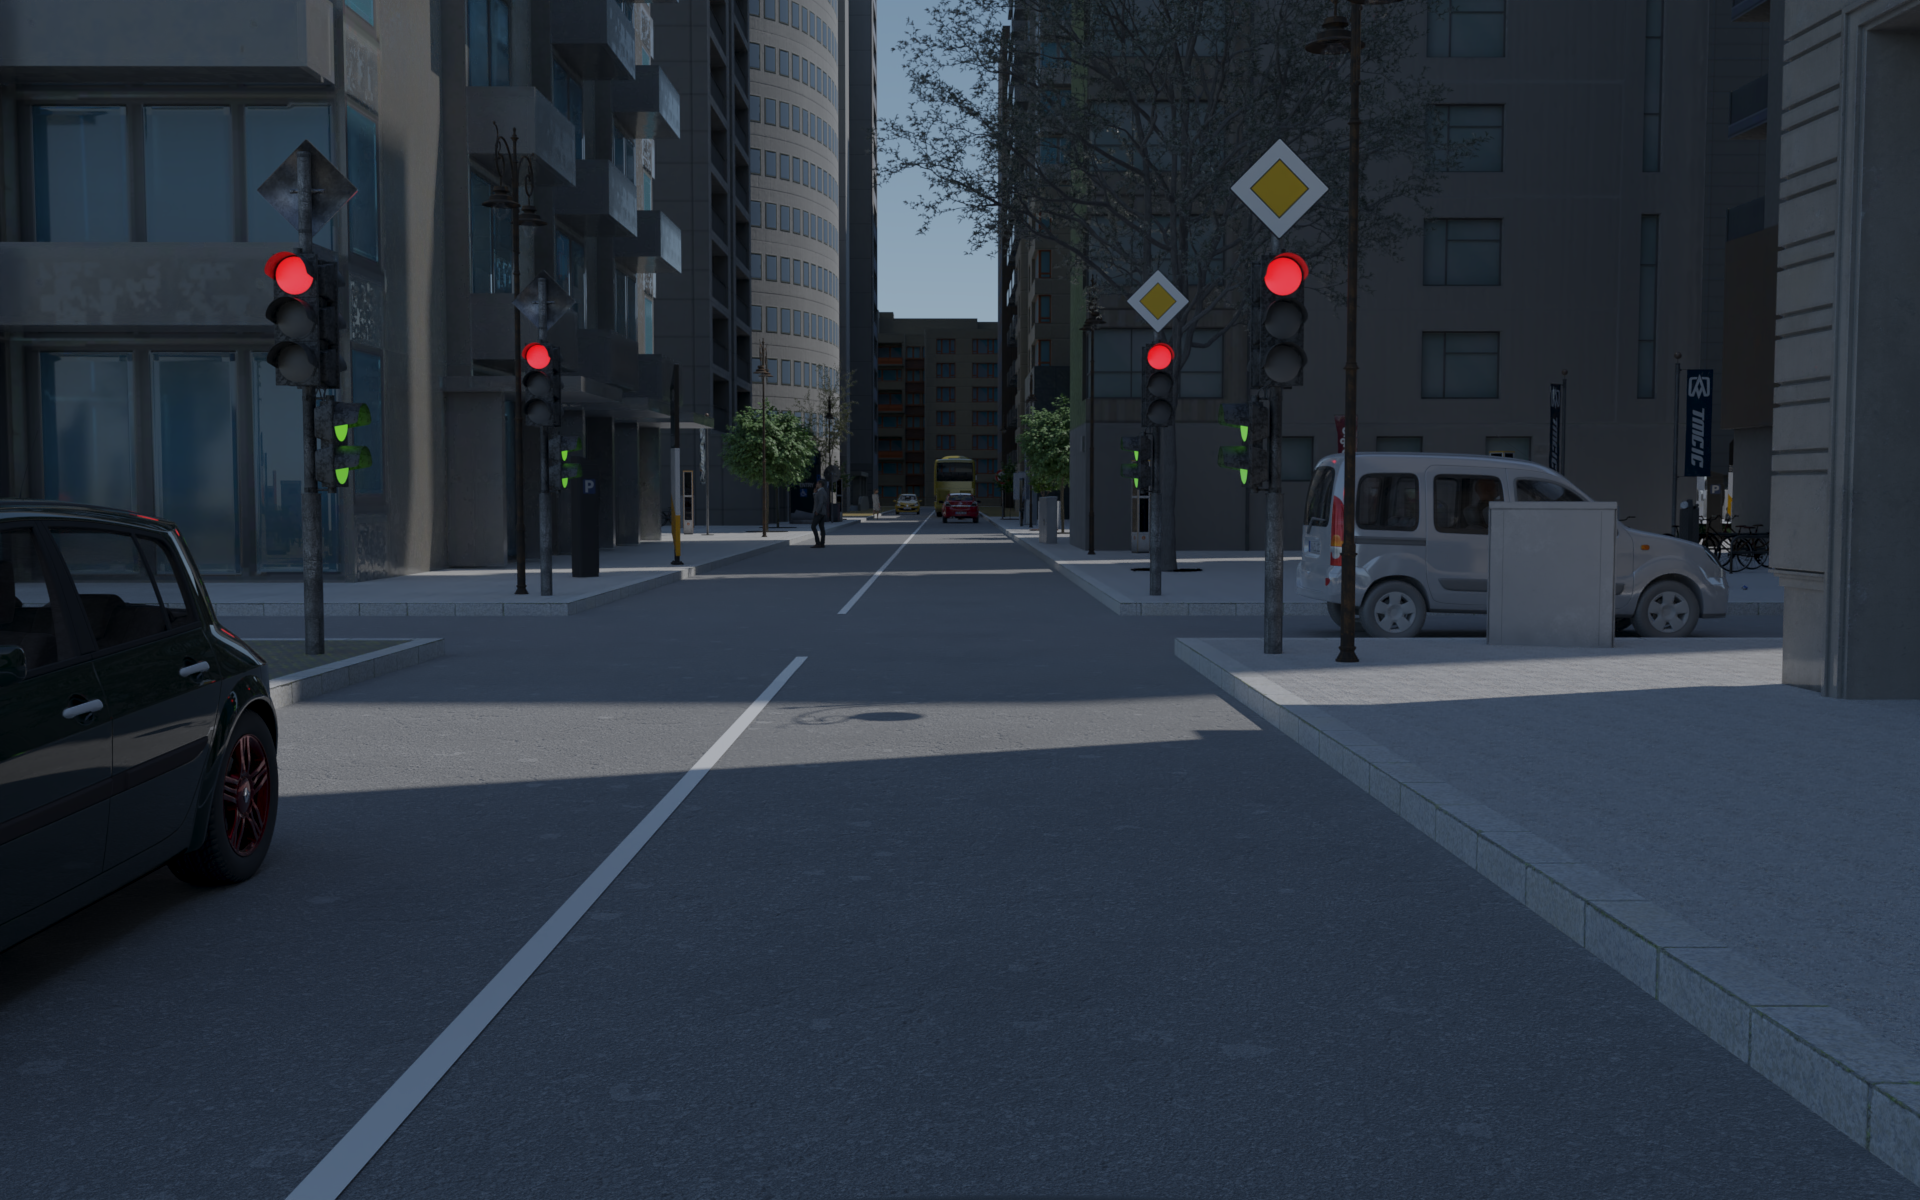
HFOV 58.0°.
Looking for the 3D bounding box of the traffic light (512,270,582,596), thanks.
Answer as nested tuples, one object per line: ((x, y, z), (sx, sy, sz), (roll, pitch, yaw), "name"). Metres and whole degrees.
((-5.204, -2.009, 21.760), (0.839, 4.253, 0.868), (0, 4, 0), "traffic light")

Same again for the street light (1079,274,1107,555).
((2.789, -3.900, 36.557), (0.468, 5.910, 1.993), (0, 4, 0), "street light")

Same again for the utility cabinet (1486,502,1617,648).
((5.012, -0.215, 14.684), (1.020, 1.237, 0.306), (1, 4, 19), "utility cabinet")

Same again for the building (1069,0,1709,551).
((9.808, -22.091, 44.781), (14.154, 41.232, 14.086), (0, 4, 0), "building")

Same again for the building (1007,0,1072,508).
((15.222, -31.926, 141.595), (23.786, 49.044, 30.456), (0, 4, 0), "building")

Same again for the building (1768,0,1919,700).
((10.564, -10.102, 1.332), (11.583, 22.565, 21.152), (0, 4, 0), "building")

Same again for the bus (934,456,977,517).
((-0.298, -7.336, 111.494), (2.896, 3.916, 12.252), (0, 4, 0), "bus")

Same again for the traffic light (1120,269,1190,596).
((2.457, -2.012, 21.820), (0.839, 4.253, 0.868), (0, 4, 0), "traffic light")

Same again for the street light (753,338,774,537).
((-5.826, -4.810, 51.426), (0.468, 5.910, 1.993), (0, 4, 0), "street light")

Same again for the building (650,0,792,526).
((-18.134, -39.148, 78.322), (20.563, 71.187, 20.611), (0, 4, 0), "building")

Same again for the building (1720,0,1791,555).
((23.674, -23.211, 29.616), (14.200, 45.320, 14.600), (0, 4, 0), "building")

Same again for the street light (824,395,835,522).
((-6.077, -6.609, 80.850), (0.468, 5.910, 1.993), (0, 4, 0), "street light")

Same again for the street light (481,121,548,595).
((-5.614, -3.010, 22.001), (0.468, 5.910, 1.993), (0, 4, 0), "street light")

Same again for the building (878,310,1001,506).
((-9.267, -21.419, 195.242), (28.899, 21.520, 27.650), (0, 4, 0), "building")

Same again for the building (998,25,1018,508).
((10.671, -31.429, 163.969), (14.600, 45.320, 14.200), (0, 4, 0), "building")

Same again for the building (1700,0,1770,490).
((67.503, -44.187, 160.707), (20.611, 71.187, 20.563), (0, 4, 0), "building")

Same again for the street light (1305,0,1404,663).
((2.966, -2.465, 13.088), (0.468, 5.910, 1.993), (0, 4, 0), "street light")

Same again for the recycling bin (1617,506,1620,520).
((34.224, -4.694, 89.305), (0.722, 1.027, 0.722), (1, 4, 12), "recycling bin")

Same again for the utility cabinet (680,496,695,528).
((-10.400, -3.311, 65.295), (0.306, 1.237, 1.020), (1, 4, 23), "utility cabinet")

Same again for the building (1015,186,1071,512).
((17.953, -16.333, 112.088), (27.650, 21.520, 28.899), (0, 4, 0), "building")

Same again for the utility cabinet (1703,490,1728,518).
((40.299, -5.119, 92.369), (0.318, 1.500, 1.173), (-3, 4, -38), "utility cabinet")

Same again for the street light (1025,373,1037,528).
((2.707, -5.700, 65.982), (0.468, 5.910, 1.993), (0, 4, 0), "street light")

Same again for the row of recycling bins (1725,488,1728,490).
((42.041, -5.234, 92.681), (1.069, 1.692, 3.534), (0, 4, -7), "row of recycling bins")

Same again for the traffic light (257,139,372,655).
((-5.158, -1.520, 13.775), (0.839, 4.253, 0.868), (0, 4, 0), "traffic light")

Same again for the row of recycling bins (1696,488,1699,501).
((30.661, -4.058, 73.454), (1.069, 1.692, 3.534), (1, 4, 18), "row of recycling bins")

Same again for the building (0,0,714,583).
((-18.364, -25.480, 36.214), (23.786, 49.044, 30.456), (0, 4, 0), "building")

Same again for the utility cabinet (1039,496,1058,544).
((2.287, -2.078, 45.130), (0.306, 1.237, 1.020), (-1, 4, -9), "utility cabinet")

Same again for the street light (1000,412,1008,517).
((2.435, -7.534, 95.975), (0.468, 5.910, 1.993), (0, 4, 0), "street light")

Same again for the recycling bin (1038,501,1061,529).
((3.251, -3.082, 62.938), (0.722, 1.027, 0.722), (1, 4, 11), "recycling bin")

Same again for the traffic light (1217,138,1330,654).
((2.503, -1.524, 13.835), (0.839, 4.253, 0.868), (0, 4, 0), "traffic light")

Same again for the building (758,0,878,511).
((-21.839, -37.816, 160.290), (28.212, 58.520, 21.231), (0, 4, 0), "building")

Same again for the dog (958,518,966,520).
((0.130, -4.638, 96.030), (0.550, 0.427, 0.748), (1, 4, 9), "dog")

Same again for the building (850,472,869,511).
((-23.695, -27.228, 137.052), (32.217, 40.220, 23.993), (0, 4, 0), "building")

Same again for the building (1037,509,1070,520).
((14.906, -46.916, 79.752), (22.319, 86.520, 31.000), (0, 4, 0), "building")

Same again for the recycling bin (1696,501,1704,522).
((27.158, -3.177, 64.500), (0.722, 1.027, 0.722), (-2, 4, -28), "recycling bin")
